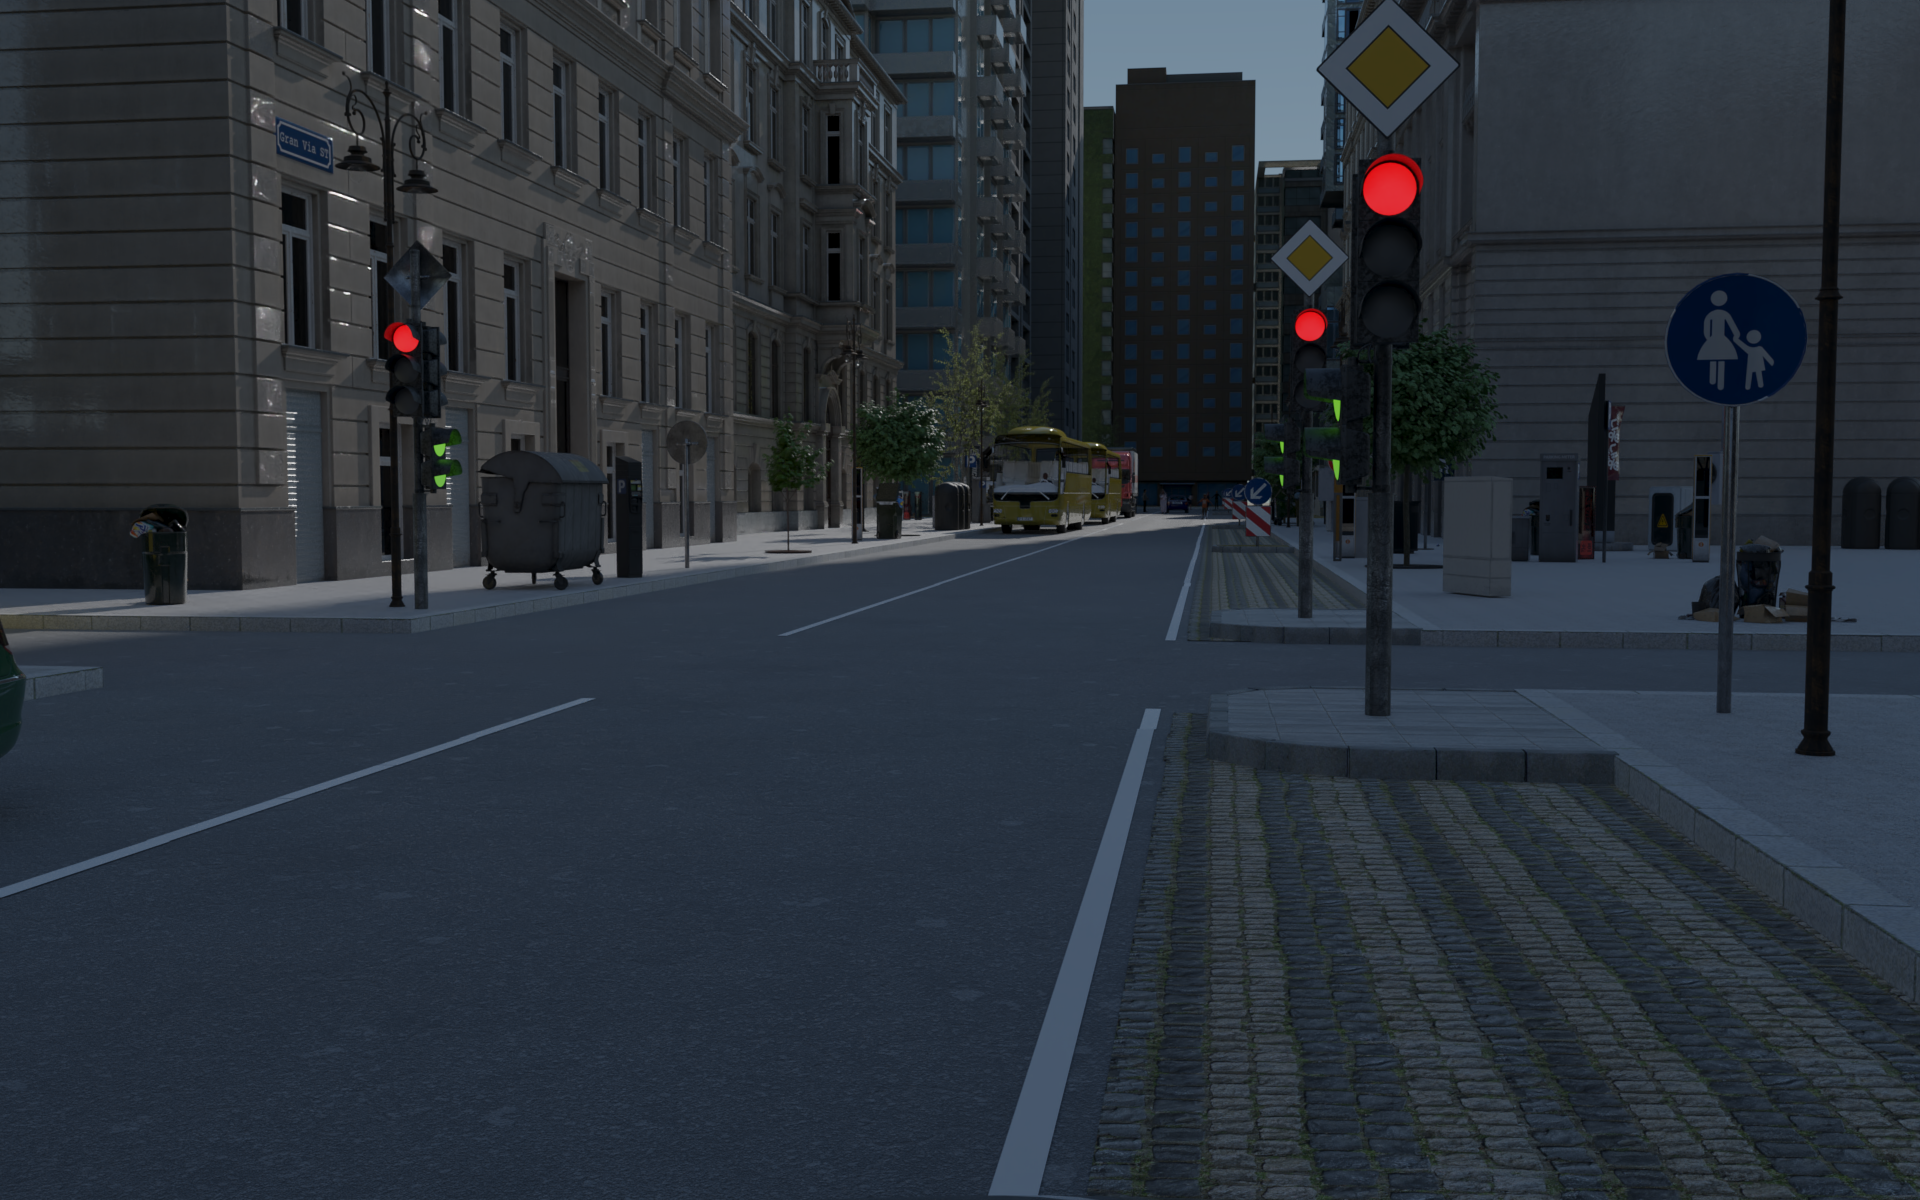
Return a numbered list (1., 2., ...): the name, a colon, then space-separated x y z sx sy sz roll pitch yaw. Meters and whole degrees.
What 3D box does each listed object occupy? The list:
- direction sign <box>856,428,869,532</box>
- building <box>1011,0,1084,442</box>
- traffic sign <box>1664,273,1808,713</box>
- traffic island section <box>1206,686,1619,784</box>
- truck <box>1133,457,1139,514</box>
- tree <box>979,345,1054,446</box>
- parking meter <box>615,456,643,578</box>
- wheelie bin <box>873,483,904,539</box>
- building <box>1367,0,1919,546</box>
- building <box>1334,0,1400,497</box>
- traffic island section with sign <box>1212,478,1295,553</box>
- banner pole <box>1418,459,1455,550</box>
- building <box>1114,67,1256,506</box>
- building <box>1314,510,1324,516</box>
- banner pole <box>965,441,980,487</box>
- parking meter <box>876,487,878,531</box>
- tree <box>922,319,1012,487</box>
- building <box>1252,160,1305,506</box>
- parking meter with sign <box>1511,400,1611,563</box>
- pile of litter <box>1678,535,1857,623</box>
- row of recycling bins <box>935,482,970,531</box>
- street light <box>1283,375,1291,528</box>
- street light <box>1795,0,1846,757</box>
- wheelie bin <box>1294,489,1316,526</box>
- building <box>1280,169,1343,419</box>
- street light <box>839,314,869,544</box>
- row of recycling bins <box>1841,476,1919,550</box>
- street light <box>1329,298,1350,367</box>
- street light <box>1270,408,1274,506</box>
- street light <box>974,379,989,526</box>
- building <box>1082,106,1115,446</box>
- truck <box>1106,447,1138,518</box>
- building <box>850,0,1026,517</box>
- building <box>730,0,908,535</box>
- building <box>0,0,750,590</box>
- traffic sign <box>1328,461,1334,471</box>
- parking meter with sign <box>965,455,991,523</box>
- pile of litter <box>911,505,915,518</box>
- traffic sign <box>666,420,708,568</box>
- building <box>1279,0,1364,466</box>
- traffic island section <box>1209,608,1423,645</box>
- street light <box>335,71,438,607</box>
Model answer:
1. direction sign: -3.274 -4.081 58.720 0.379 3.537 0.876 -3 4 -36
2. building: 0.263 -43.932 156.545 20.611 71.187 20.563 1 4 8
3. traffic sign: 4.483 -0.611 10.089 0.768 2.556 0.104 1 4 14
4. traffic island section: 2.448 0.747 10.061 2.009 0.180 2.903 1 4 8
5. truck: 11.314 -8.212 123.187 2.839 4.237 11.283 0 4 7
6. tree: 2.544 -8.325 86.468 4.737 8.622 4.395 0 3 0
7. parking meter: -5.068 -1.274 26.547 0.399 1.863 0.255 3 5 43
8. wheelie bin: -2.025 -2.541 49.459 0.980 1.594 0.693 1 4 18
9. building: 20.420 -12.971 53.873 13.314 21.916 24.055 1 4 8
10. building: 23.928 -17.174 78.064 12.463 27.353 25.104 1 4 8
11. traffic island section with sign: 7.233 -2.089 42.778 1.989 1.847 2.006 1 4 8
12. banner pole: 10.951 -3.043 39.769 0.863 3.779 0.401 1 4 15
13. building: 24.012 -32.716 185.015 14.200 45.320 14.600 1 4 8
14. building: 38.010 -25.244 104.617 32.217 40.220 23.993 1 4 8
15. banner pole: 0.508 -5.448 79.086 0.863 3.779 0.401 0 4 6
16. parking meter: -2.620 -3.045 58.199 0.372 1.533 0.369 0 3 0
17. tree: 0.182 -7.530 73.476 4.360 8.622 3.978 0 3 0
18. building: 44.067 -30.488 190.359 23.993 40.220 32.217 1 4 8
19. parking meter with sign: 11.302 -2.226 32.662 1.738 3.016 0.543 2 4 25
20. pile of litter: 8.233 -0.222 17.597 1.719 0.858 1.176 1 4 22
21. row of recycling bins: -0.218 -3.389 62.521 1.069 1.692 3.534 1 4 9
22. street light: 12.586 -5.714 66.204 0.468 5.910 1.993 1 4 8
23. street light: 4.222 -2.176 8.371 0.468 5.910 1.993 1 4 8
24. wheelie bin: 13.629 -3.710 68.569 0.693 1.594 0.980 3 4 36
25. building: 35.905 -23.493 155.815 14.160 30.474 14.107 1 4 8
26. street light: -2.721 -4.395 44.643 0.468 5.910 1.993 1 4 8
27. row of recycling bins: 22.343 -2.010 39.980 3.534 1.692 1.069 1 4 23
28. street light: 9.025 -4.177 41.082 0.468 5.910 1.993 1 4 8
29. street light: 16.420 -7.248 91.286 0.468 5.910 1.993 1 4 8
30. street light: 0.870 -5.931 69.761 0.468 5.910 1.993 1 4 8
31. building: 9.964 -30.778 186.812 14.086 41.232 14.154 1 4 8
32. truck: 9.466 -7.168 106.111 2.839 4.237 11.283 0 4 8
33. building: -7.717 -30.005 110.192 23.786 49.044 30.456 1 4 8
34. building: -10.433 -15.029 64.805 14.460 24.649 34.723 1 4 8
35. building: -13.374 -14.539 34.979 12.463 27.353 25.104 1 4 8
36. traffic sign: 9.929 -2.742 44.942 0.768 2.556 0.104 1 4 14
37. parking meter with sign: 0.837 -4.947 77.139 0.543 3.016 1.738 -2 4 -26
38. pile of litter: -2.498 -4.751 91.642 1.176 0.858 1.719 2 4 31
39. traffic sign: -4.731 -1.826 29.954 0.768 2.556 0.104 1 4 14
40. building: 36.543 -50.067 131.262 22.319 86.520 31.000 1 4 8
41. traffic island section: 3.601 0.264 17.963 2.009 0.180 2.903 1 4 8
42. street light: -6.408 -2.859 19.539 0.468 5.910 1.993 1 4 8
